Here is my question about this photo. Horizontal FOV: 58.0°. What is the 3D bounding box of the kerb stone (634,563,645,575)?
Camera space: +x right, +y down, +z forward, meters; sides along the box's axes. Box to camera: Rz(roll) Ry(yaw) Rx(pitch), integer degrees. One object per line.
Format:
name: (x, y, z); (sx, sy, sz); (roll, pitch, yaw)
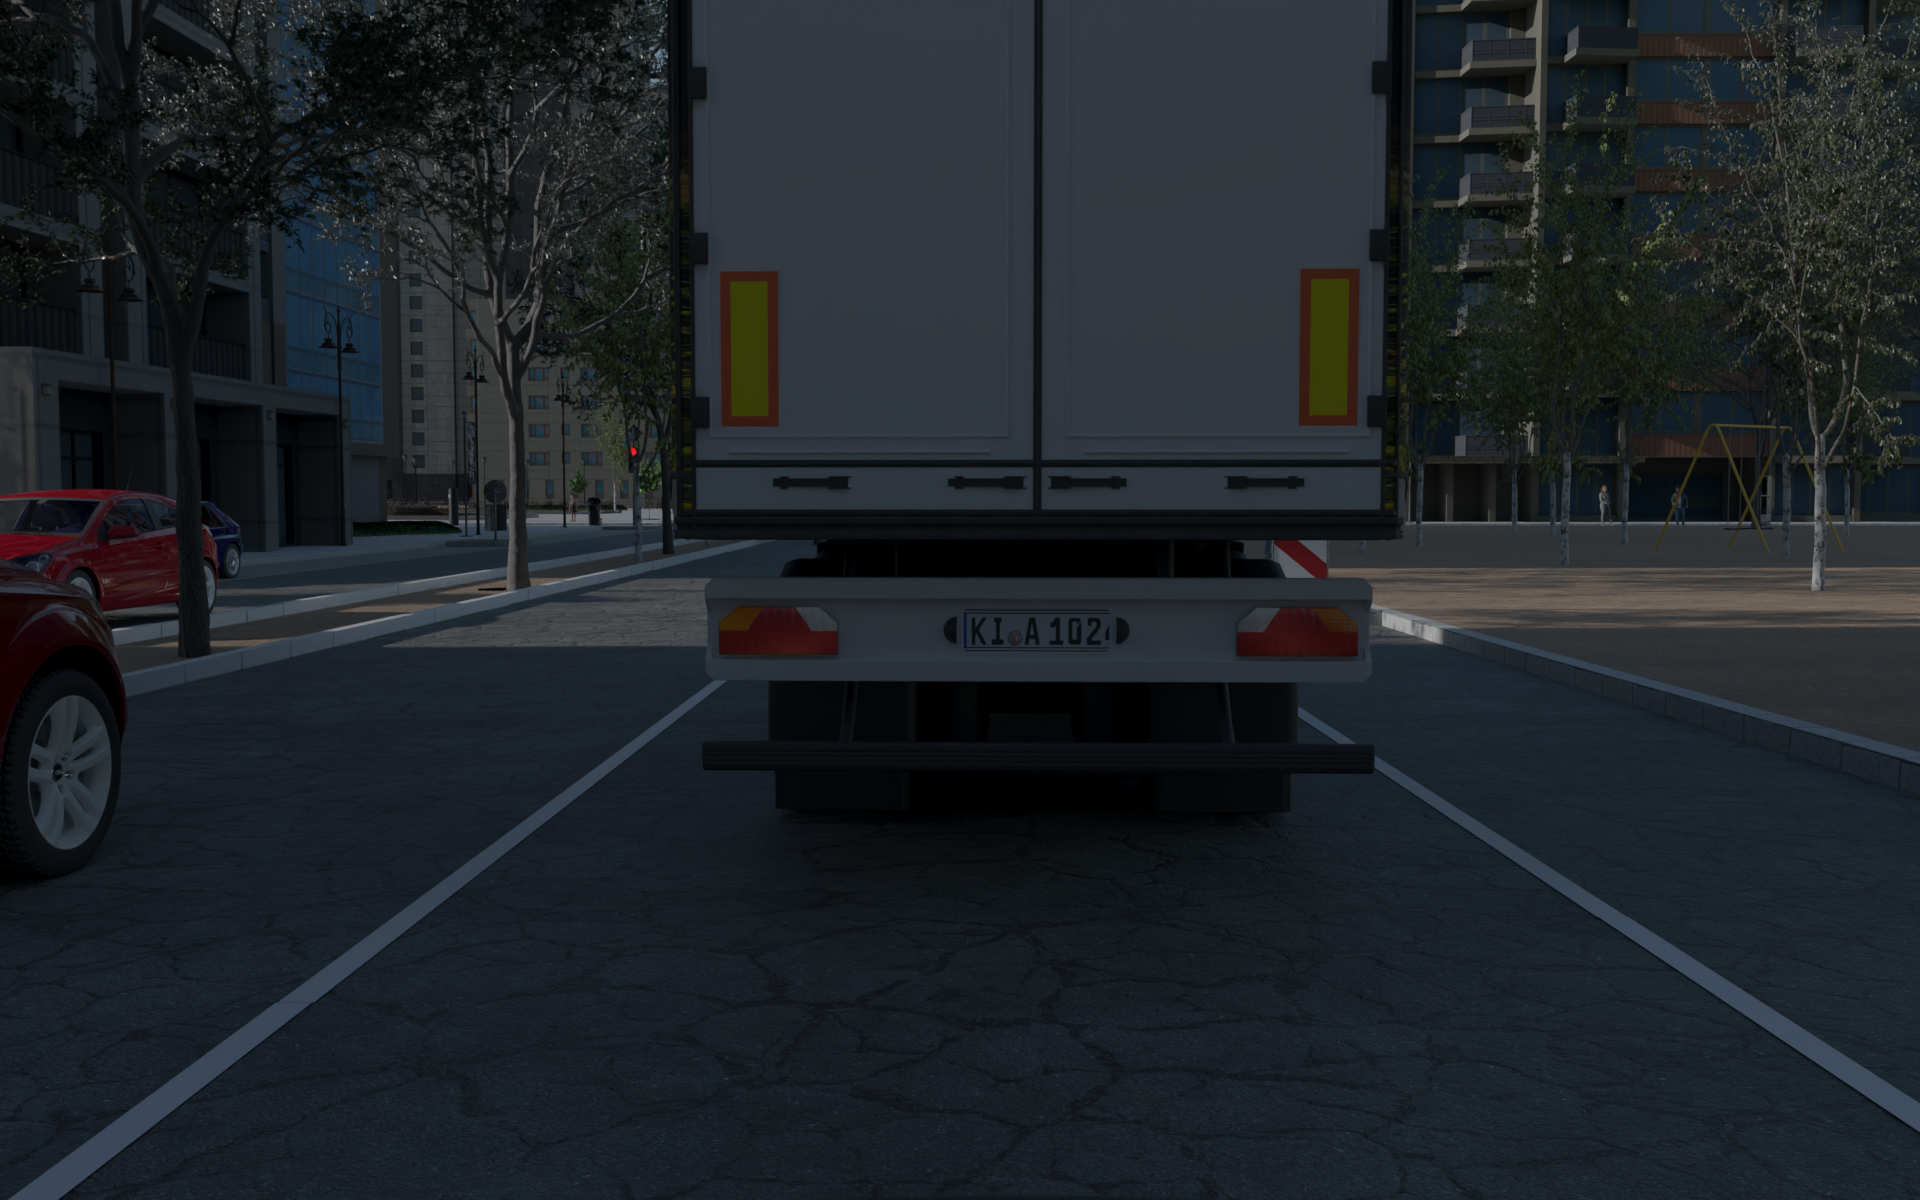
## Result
kerb stone: (-5.839, -0.538, 31.030); (0.120, 0.150, 1.000); (0, 4, 0)

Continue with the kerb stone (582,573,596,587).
kerb stone: (-5.861, -0.288, 26.914); (0.120, 0.150, 1.000); (0, 4, 0)

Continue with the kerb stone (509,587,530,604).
kerb stone: (-5.880, -0.038, 22.816); (0.120, 0.150, 1.000); (0, 4, 0)

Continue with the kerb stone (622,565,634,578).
kerb stone: (-5.849, -0.477, 30.006); (0.120, 0.150, 1.000); (0, 4, 0)

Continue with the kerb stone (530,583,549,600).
kerb stone: (-5.870, -0.101, 23.842); (0.120, 0.150, 1.000); (0, 4, 0)

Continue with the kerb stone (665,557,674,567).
kerb stone: (-5.822, -0.725, 34.103); (0.120, 0.150, 1.000); (0, 4, 0)

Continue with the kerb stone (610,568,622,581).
kerb stone: (-5.852, -0.413, 28.984); (0.120, 0.150, 1.000); (0, 4, 0)

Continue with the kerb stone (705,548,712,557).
kerb stone: (-5.809, -1.039, 39.242); (0.120, 0.150, 1.000); (0, 4, 0)

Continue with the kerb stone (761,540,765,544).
kerb stone: (-5.768, -1.670, 49.507); (0.120, 0.150, 1.000); (0, 4, 0)

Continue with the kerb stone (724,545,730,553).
kerb stone: (-5.807, -1.230, 42.327); (0.120, 0.150, 1.000); (0, 4, 0)

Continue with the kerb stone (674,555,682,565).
kerb stone: (-5.824, -0.789, 35.138); (0.120, 0.150, 1.000); (0, 4, 0)

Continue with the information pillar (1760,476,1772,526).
information pillar: (32.664, -4.020, 70.212); (0.304, 2.012, 0.304); (-3, 5, -39)

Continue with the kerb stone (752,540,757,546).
kerb stone: (-5.766, -1.541, 47.461); (0.120, 0.150, 1.000); (0, 4, 0)

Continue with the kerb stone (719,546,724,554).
kerb stone: (-5.807, -1.168, 41.288); (0.120, 0.150, 1.000); (0, 4, 0)

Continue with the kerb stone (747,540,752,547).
kerb stone: (-5.780, -1.483, 46.439); (0.120, 0.150, 1.000); (0, 4, 0)

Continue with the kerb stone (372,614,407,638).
kerb stone: (-5.901, 0.275, 17.692); (0.120, 0.150, 1.000); (0, 4, 0)

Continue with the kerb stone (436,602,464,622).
kerb stone: (-5.887, 0.151, 19.743); (0.120, 0.150, 1.000); (0, 4, 0)

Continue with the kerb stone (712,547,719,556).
kerb stone: (-5.801, -1.105, 40.263); (0.120, 0.150, 1.000); (0, 4, 0)

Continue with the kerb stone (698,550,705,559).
kerb stone: (-5.818, -0.977, 38.210); (0.120, 0.150, 1.000); (0, 4, 0)

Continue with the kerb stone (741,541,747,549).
kerb stone: (-5.786, -1.419, 45.404); (0.120, 0.150, 1.000); (0, 4, 0)

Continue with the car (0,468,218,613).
car: (-9.665, -0.587, 18.635); (2.155, 1.783, 4.494); (0, 4, 1)

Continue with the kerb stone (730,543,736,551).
kerb stone: (-5.795, -1.294, 43.359); (0.120, 0.150, 1.000); (0, 4, 0)

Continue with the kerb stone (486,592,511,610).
kerb stone: (-5.873, 0.025, 21.791); (0.120, 0.150, 1.000); (0, 4, 0)

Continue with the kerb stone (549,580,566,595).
kerb stone: (-5.867, -0.163, 24.864); (0.120, 0.150, 1.000); (0, 4, 0)

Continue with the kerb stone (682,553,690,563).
kerb stone: (-5.821, -0.854, 36.160); (0.120, 0.150, 1.000); (0, 4, 0)

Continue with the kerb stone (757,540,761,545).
kerb stone: (-5.771, -1.603, 48.483); (0.120, 0.150, 1.000); (0, 4, 0)

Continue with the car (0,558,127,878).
car: (-4.383, 0.232, 4.884); (2.281, 1.827, 5.304); (0, 4, 2)

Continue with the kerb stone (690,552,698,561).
kerb stone: (-5.820, -0.910, 37.189); (0.120, 0.150, 1.000); (0, 4, 0)

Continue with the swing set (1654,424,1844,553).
swing set: (17.849, -2.550, 39.311); (3.119, 2.851, 2.862); (-2, 4, -33)

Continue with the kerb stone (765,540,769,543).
kerb stone: (-5.763, -1.733, 50.529); (0.120, 0.150, 1.000); (0, 4, 0)

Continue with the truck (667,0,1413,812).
truck: (0.442, -1.364, 11.209); (2.839, 4.237, 11.283); (0, 4, 2)

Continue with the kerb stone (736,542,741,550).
kerb stone: (-5.790, -1.357, 44.381); (0.120, 0.150, 1.000); (0, 4, 0)

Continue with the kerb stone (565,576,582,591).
kerb stone: (-5.864, -0.226, 25.892); (0.120, 0.150, 1.000); (0, 4, 0)

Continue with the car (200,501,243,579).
car: (-13.145, -0.938, 27.915); (1.945, 1.354, 3.894); (0, 4, 2)

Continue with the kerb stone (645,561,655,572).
kerb stone: (-5.843, -0.602, 32.052); (0.120, 0.150, 1.000); (0, 4, 0)

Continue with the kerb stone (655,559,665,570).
kerb stone: (-5.829, -0.664, 33.081); (0.120, 0.150, 1.000); (0, 4, 0)

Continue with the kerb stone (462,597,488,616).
kerb stone: (-5.888, 0.087, 20.769); (0.120, 0.150, 1.000); (0, 4, 0)

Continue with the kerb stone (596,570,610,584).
kerb stone: (-5.849, -0.351, 27.947); (0.120, 0.150, 1.000); (0, 4, 0)

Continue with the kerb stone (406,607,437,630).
kerb stone: (-5.890, 0.213, 18.715); (0.120, 0.150, 1.000); (0, 4, 0)

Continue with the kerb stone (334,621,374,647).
kerb stone: (-5.900, 0.338, 16.666); (0.120, 0.150, 1.000); (0, 4, 0)

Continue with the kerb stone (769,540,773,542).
kerb stone: (-5.763, -1.796, 51.556); (0.120, 0.150, 1.000); (0, 4, 0)
